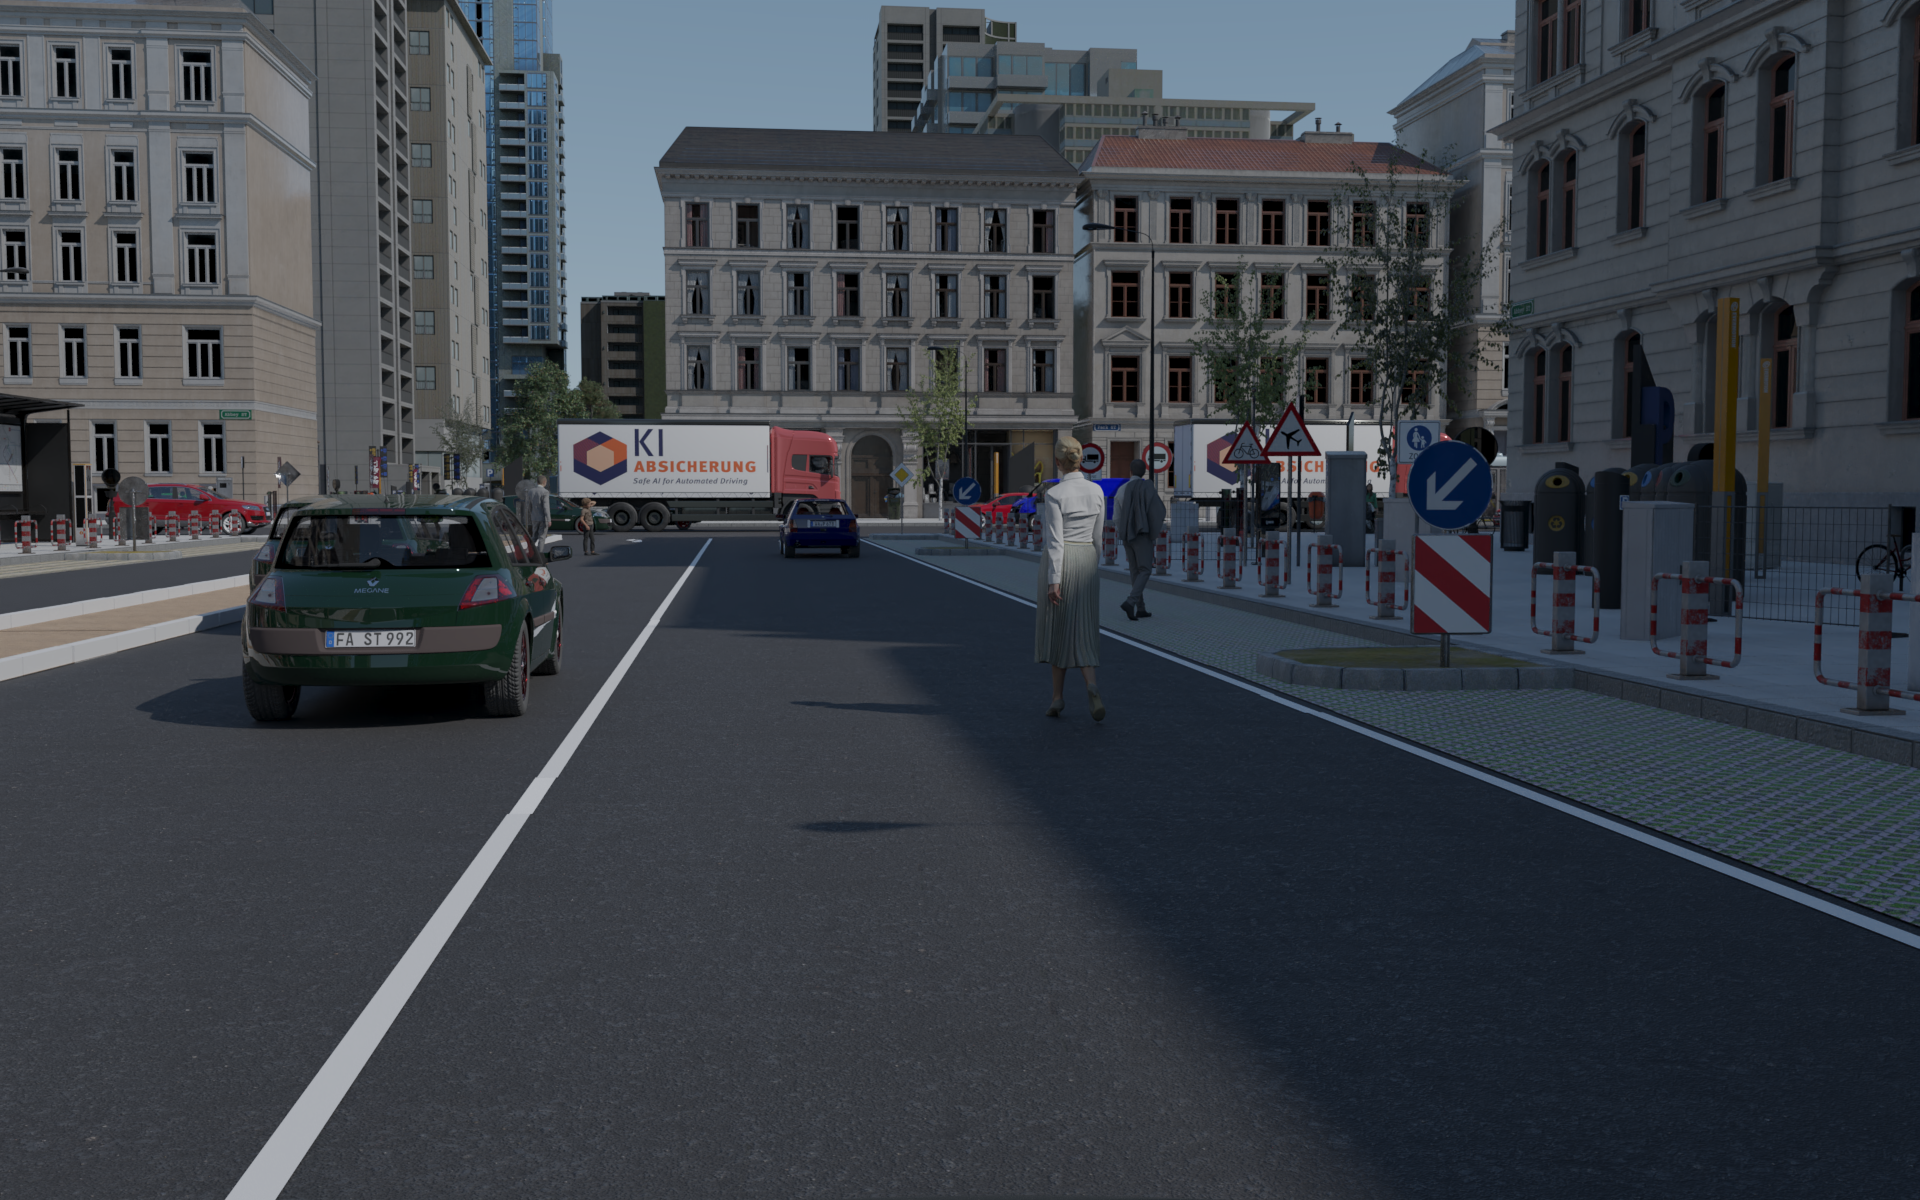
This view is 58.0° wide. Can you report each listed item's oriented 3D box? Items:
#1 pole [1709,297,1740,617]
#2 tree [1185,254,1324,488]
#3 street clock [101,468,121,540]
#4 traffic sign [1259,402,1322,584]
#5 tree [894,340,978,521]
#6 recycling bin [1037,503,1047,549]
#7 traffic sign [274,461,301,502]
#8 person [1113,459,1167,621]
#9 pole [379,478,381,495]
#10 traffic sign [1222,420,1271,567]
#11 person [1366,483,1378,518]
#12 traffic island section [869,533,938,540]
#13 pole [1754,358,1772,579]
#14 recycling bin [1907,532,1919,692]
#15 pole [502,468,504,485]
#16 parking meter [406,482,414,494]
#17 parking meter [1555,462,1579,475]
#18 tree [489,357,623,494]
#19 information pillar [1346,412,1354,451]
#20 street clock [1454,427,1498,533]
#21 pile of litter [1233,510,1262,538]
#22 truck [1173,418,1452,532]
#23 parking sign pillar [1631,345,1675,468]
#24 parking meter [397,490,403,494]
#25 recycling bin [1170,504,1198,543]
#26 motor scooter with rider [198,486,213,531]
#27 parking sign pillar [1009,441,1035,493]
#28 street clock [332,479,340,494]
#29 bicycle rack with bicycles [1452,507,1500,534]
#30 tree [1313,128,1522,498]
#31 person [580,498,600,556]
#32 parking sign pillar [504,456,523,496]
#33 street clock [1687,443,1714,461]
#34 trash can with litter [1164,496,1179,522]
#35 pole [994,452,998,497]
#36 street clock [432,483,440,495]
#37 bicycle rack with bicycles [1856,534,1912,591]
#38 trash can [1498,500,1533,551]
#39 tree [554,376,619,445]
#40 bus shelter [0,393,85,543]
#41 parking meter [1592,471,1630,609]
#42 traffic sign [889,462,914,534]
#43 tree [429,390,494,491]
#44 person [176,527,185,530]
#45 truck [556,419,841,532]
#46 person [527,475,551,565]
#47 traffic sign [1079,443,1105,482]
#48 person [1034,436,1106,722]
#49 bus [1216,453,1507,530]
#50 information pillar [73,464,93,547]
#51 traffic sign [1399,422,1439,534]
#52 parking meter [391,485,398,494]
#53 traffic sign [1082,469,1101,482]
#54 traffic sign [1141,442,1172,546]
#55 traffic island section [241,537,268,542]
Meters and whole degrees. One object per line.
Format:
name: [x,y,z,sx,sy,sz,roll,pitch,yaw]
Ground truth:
pole: [7.995,-1.484,18.111,0.158,3.312,0.155,0,3,0]
tree: [9.086,-6.358,54.310,4.737,8.622,4.395,0,3,0]
street clock: [-23.854,-2.700,48.710,0.471,2.002,0.358,-2,4,-33]
traffic sign: [4.668,-1.499,24.520,0.884,2.594,0.081,0,4,-3]
tree: [-1.002,-8.129,83.279,4.737,8.622,4.395,0,3,0]
recycling bin: [2.308,-1.730,40.840,0.722,1.027,0.722,-2,4,-31]
traffic sign: [-20.450,-3.000,52.689,0.795,2.450,0.064,0,4,-7]
person: [2.045,-0.679,19.697,0.679,1.850,0.850,2,4,33]
pole: [-45.264,-8.643,135.155,0.158,3.312,0.155,0,3,0]
traffic sign: [5.048,-1.872,30.605,0.884,2.594,0.081,0,4,-4]
person: [13.951,-3.073,58.993,0.600,1.795,0.529,1,4,18]
traffic island section: [-1.828,-2.006,55.084,2.009,0.180,2.903,0,4,-7]
pole: [12.130,-1.977,26.160,0.158,3.312,0.155,0,3,0]
recycling bin: [6.661,0.077,11.300,0.722,1.027,0.722,3,4,39]
pole: [-36.144,-8.761,137.088,0.158,3.312,0.155,0,3,0]
parking meter: [-25.862,-4.634,81.470,0.255,1.863,0.399,0,4,2]
parking meter: [11.087,-1.587,31.663,0.399,1.863,0.255,-2,4,-25]
tree: [-34.621,-13.933,144.810,9.611,12.733,9.660,0,3,0]
information pillar: [11.038,-3.529,49.058,0.183,3.616,0.504,2,4,30]
street clock: [5.557,-0.867,18.752,0.471,2.002,0.358,1,4,11]
pile of litter: [8.774,-2.299,51.549,1.719,0.858,1.176,-2,4,-31]
truck: [13.909,-4.725,66.162,11.283,4.237,2.839,-1,4,-9]
parking sign pillar: [12.714,-2.650,31.799,1.447,3.967,1.447,3,4,37]
parking meter: [-37.892,-6.660,117.298,0.372,1.533,0.369,0,3,0]
recycling bin: [5.974,-2.052,46.109,0.722,1.027,0.722,0,4,6]
motor scooter with rider: [-28.928,-3.577,67.446,1.986,1.779,0.876,0,4,-7]
parking sign pillar: [3.158,-6.111,88.386,1.447,3.967,1.447,0,4,4]
street clock: [-30.477,-4.900,84.689,0.358,2.002,0.471,-3,5,-40]
bicycle rack with bicycles: [14.309,-2.256,50.261,2.925,0.926,2.852,-2,4,-24]
tree: [9.236,-5.237,35.987,4.360,8.622,3.978,0,3,0]
person: [-8.645,-1.715,40.452,0.340,1.345,0.435,0,4,8]
parking sign pillar: [-31.352,-8.146,121.653,1.447,3.967,1.447,0,4,-3]
street clock: [10.558,-1.222,24.547,0.471,2.002,0.358,-1,4,-16]
trash can with litter: [9.702,-4.290,81.198,2.233,1.210,1.678,-2,4,-34]
pole: [1.775,-5.567,84.869,0.158,3.312,0.155,0,3,0]
street clock: [-34.092,-6.618,112.772,0.471,2.002,0.358,-2,4,-27]
bicycle rack with bicycles: [13.502,-0.536,22.153,2.852,0.926,2.925,-1,4,-20]
trash can: [12.456,-1.665,38.883,0.748,1.137,0.748,0,3,0]
tree: [-39.241,-17.023,185.750,7.806,13.903,7.818,0,3,0]
bus shelter: [-23.394,-3.123,42.337,1.731,3.624,6.357,0,4,-7]
parking meter: [7.289,-0.672,19.397,0.372,1.533,0.369,0,3,0]
traffic sign: [-1.850,-3.141,55.004,0.795,2.450,0.064,0,4,-7]
tree: [-35.643,-10.606,123.772,4.360,8.622,3.978,0,3,0]
person: [-31.185,-3.572,69.119,0.614,1.554,0.590,2,4,33]
truck: [-9.599,-4.739,66.391,11.283,4.237,2.839,-1,4,-9]
person: [-8.505,-1.616,35.050,0.709,1.813,0.853,2,4,27]
traffic sign: [3.228,-2.633,43.160,0.768,2.556,0.104,0,4,-6]
person: [0.735,-0.137,10.968,0.478,1.798,0.641,-1,4,-18]
bus: [17.324,-4.676,71.313,13.247,3.499,2.948,0,4,-8]
information pillar: [-21.410,-2.313,42.306,0.304,2.012,0.304,0,4,1]
traffic sign: [6.364,-1.344,24.107,0.606,2.300,0.079,0,4,-6]
parking meter: [-37.528,-6.677,114.878,0.399,1.863,0.255,-2,4,-29]
traffic sign: [3.963,-3.062,52.192,0.606,2.300,0.079,0,4,2]
traffic sign: [4.818,-2.593,42.498,0.768,2.556,0.104,0,4,-1]
traffic island section: [-20.473,-1.863,52.748,2.009,0.180,2.903,0,4,-7]
